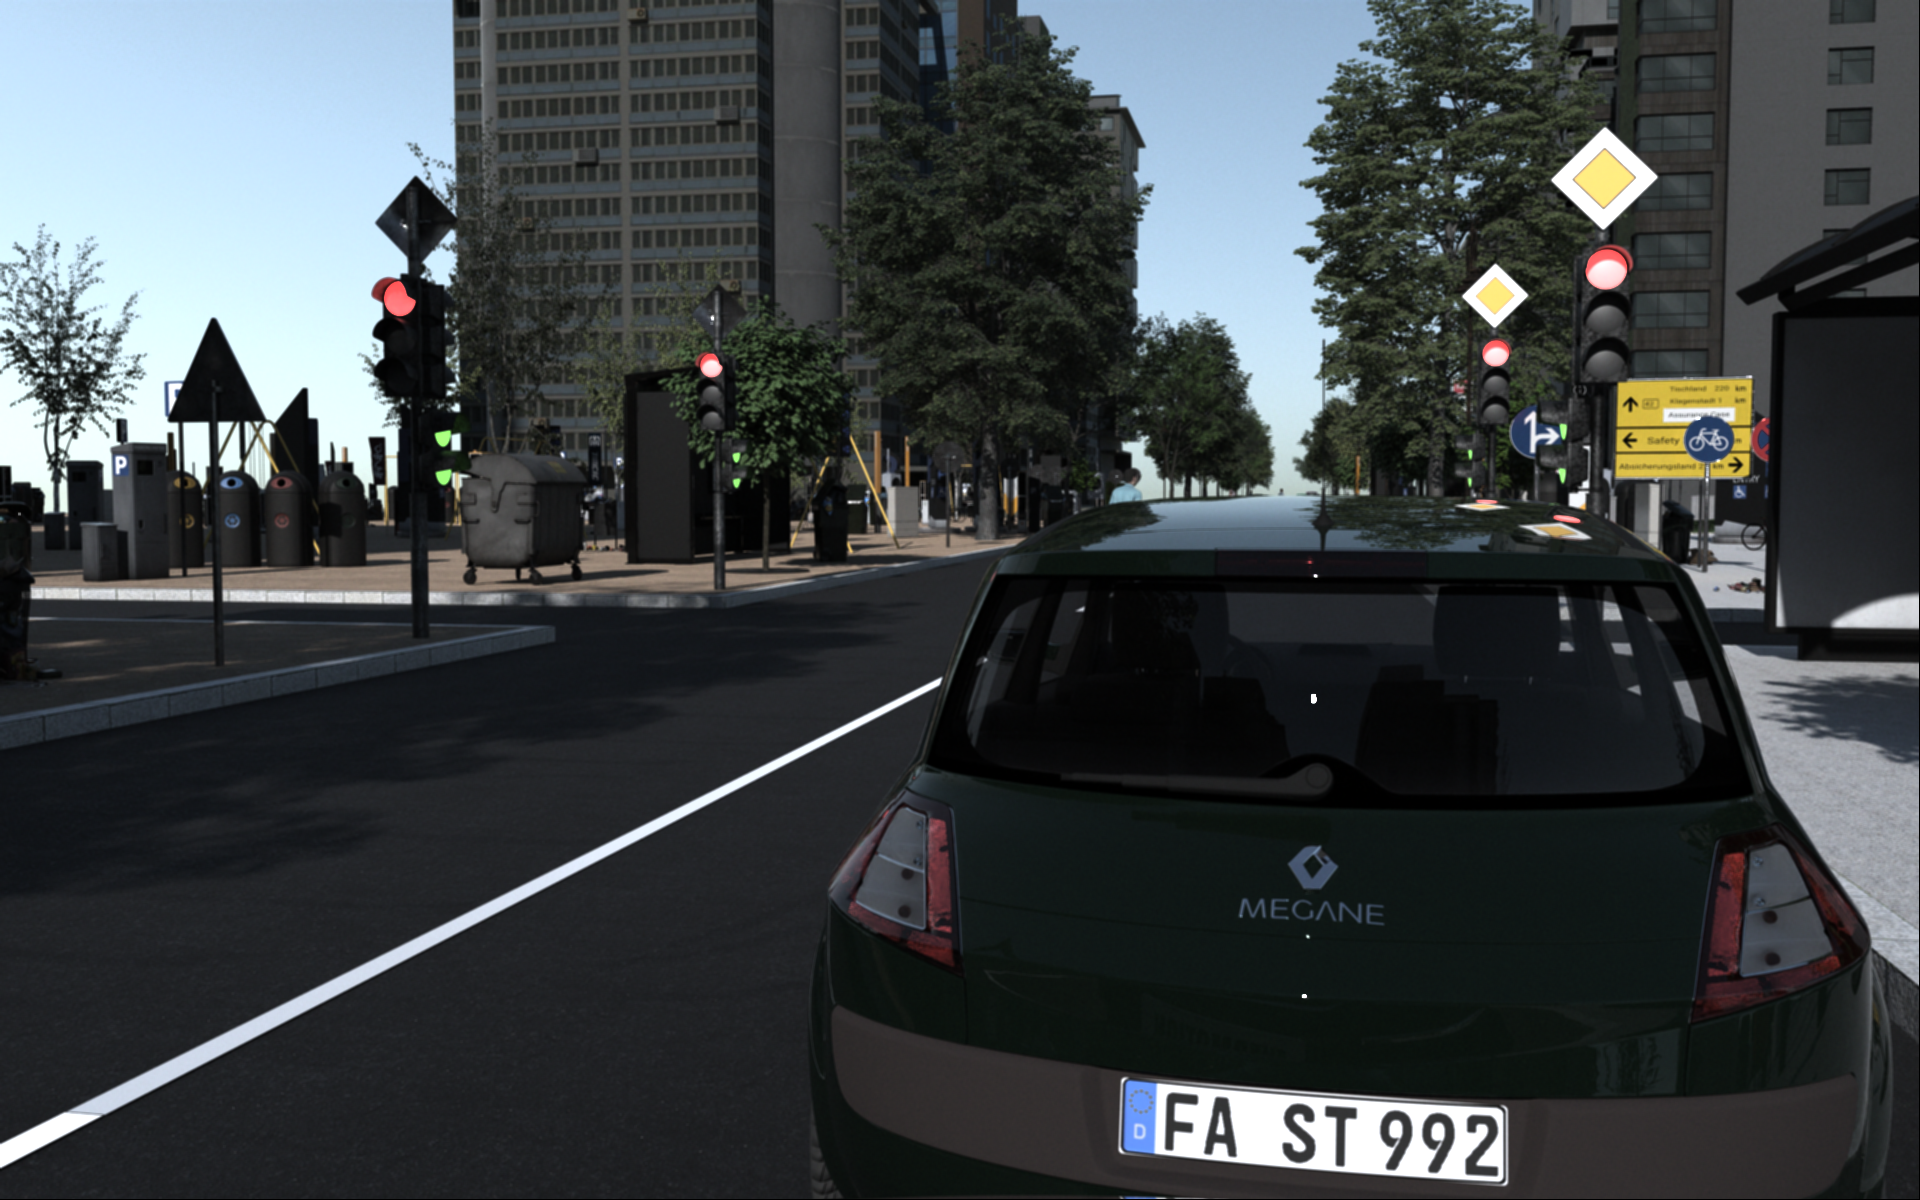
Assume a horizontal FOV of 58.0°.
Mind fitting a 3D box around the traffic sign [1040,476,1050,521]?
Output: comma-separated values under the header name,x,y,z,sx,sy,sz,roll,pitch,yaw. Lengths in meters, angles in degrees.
name,x,y,z,sx,sy,sz,roll,pitch,yaw
traffic sign,3.838,-5.039,82.389,0.884,2.594,0.081,1,4,20

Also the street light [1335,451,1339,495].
name,x,y,z,sx,sy,sz,roll,pitch,yaw
street light,37.018,-12.008,169.117,0.468,5.910,1.993,1,4,11

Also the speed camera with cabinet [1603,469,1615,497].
name,x,y,z,sx,sy,sz,roll,pitch,yaw
speed camera with cabinet,23.016,-4.148,62.159,0.660,3.252,2.038,2,4,31

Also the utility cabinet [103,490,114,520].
name,x,y,z,sx,sy,sz,roll,pitch,yaw
utility cabinet,-41.641,-4.636,84.473,0.318,1.500,1.173,0,4,-2

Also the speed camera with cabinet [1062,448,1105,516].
name,x,y,z,sx,sy,sz,roll,pitch,yaw
speed camera with cabinet,5.166,-4.879,74.112,2.038,3.252,0.660,1,4,17

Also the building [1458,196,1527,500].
name,x,y,z,sx,sy,sz,roll,pitch,yaw
building,80.291,-33.063,232.463,32.217,40.220,23.993,1,4,11

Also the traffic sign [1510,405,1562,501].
name,x,y,z,sx,sy,sz,roll,pitch,yaw
traffic sign,8.260,-1.511,24.817,0.768,2.556,0.104,1,4,16

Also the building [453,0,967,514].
name,x,y,z,sx,sy,sz,roll,pitch,yaw
building,-15.913,-25.835,114.279,32.217,40.220,23.993,1,4,11

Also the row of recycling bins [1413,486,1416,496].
name,x,y,z,sx,sy,sz,roll,pitch,yaw
row of recycling bins,23.985,-5.162,91.511,1.069,1.692,3.534,2,4,31

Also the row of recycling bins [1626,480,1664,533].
name,x,y,z,sx,sy,sz,roll,pitch,yaw
row of recycling bins,18.323,-2.435,46.923,1.069,1.692,3.534,1,4,14

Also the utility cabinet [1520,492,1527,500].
name,x,y,z,sx,sy,sz,roll,pitch,yaw
utility cabinet,18.555,-2.863,55.484,1.173,1.500,0.318,0,4,2

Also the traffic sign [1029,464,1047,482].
name,x,y,z,sx,sy,sz,roll,pitch,yaw
traffic sign,3.308,-4.510,73.852,0.768,2.556,0.104,1,4,15

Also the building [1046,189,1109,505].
name,x,y,z,sx,sy,sz,roll,pitch,yaw
building,3.804,-31.675,209.759,32.217,40.220,23.993,1,4,11

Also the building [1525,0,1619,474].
name,x,y,z,sx,sy,sz,roll,pitch,yaw
building,59.971,-33.386,135.107,28.713,52.752,27.495,1,4,11

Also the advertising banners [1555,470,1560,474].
name,x,y,z,sx,sy,sz,roll,pitch,yaw
advertising banners,23.083,-4.172,64.399,2.074,3.025,0.090,1,4,12

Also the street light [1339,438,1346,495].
name,x,y,z,sx,sy,sz,roll,pitch,yaw
street light,30.314,-10.003,136.339,0.468,5.910,1.993,1,4,11

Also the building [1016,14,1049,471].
name,x,y,z,sx,sy,sz,roll,pitch,yaw
building,-0.559,-28.227,145.111,14.154,41.232,14.086,1,4,11

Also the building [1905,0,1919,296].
name,x,y,z,sx,sy,sz,roll,pitch,yaw
building,37.513,-18.871,80.239,14.160,30.474,14.107,1,4,11

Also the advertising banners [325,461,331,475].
name,x,y,z,sx,sy,sz,roll,pitch,yaw
advertising banners,-32.435,-5.813,91.236,2.074,3.025,0.090,0,4,6

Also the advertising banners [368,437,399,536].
name,x,y,z,sx,sy,sz,roll,pitch,yaw
advertising banners,-17.042,-3.472,52.957,2.074,3.025,0.090,0,4,3

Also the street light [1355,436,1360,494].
name,x,y,z,sx,sy,sz,roll,pitch,yaw
street light,23.723,-8.015,103.826,0.468,5.910,1.993,1,4,11

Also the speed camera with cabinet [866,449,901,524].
name,x,y,z,sx,sy,sz,roll,pitch,yaw
speed camera with cabinet,-3.415,-4.914,74.687,0.660,3.252,2.038,3,5,40

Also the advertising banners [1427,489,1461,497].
name,x,y,z,sx,sy,sz,roll,pitch,yaw
advertising banners,15.061,-3.462,52.790,2.074,3.025,0.090,-2,4,-27

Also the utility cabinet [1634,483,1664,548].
name,x,y,z,sx,sy,sz,roll,pitch,yaw
utility cabinet,14.607,-1.714,36.701,0.318,1.500,1.173,0,4,8

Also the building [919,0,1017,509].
name,x,y,z,sx,sy,sz,roll,pitch,yaw
building,-3.677,-29.425,131.213,14.600,45.320,14.200,1,4,11

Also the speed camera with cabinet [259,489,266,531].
name,x,y,z,sx,sy,sz,roll,pitch,yaw
speed camera with cabinet,-23.589,-4.000,59.735,0.660,3.252,2.038,2,4,32

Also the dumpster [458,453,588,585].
name,x,y,z,sx,sy,sz,roll,pitch,yaw
dumpster,-6.320,-1.180,25.059,1.264,1.857,1.865,1,4,11

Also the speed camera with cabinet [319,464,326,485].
name,x,y,z,sx,sy,sz,roll,pitch,yaw
speed camera with cabinet,-18.425,-3.379,49.577,0.660,3.252,2.038,-2,4,-24

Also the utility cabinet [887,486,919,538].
name,x,y,z,sx,sy,sz,roll,pitch,yaw
utility cabinet,-1.677,-2.574,50.770,0.318,1.500,1.173,2,4,34

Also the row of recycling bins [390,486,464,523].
name,x,y,z,sx,sy,sz,roll,pitch,yaw
row of recycling bins,-23.290,-4.272,76.967,3.534,1.692,1.069,-2,4,-25

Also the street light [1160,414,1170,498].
name,x,y,z,sx,sy,sz,roll,pitch,yaw
street light,11.664,-7.702,98.707,0.468,5.910,1.993,1,4,11

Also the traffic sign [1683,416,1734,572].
name,x,y,z,sx,sy,sz,roll,pitch,yaw
traffic sign,12.197,-1.724,28.286,0.768,2.556,0.104,1,4,13

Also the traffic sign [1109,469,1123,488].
name,x,y,z,sx,sy,sz,roll,pitch,yaw
traffic sign,7.940,-5.395,88.320,0.768,2.556,0.104,1,4,16

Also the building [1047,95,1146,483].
name,x,y,z,sx,sy,sz,roll,pitch,yaw
building,9.644,-39.517,235.341,28.713,52.752,27.495,1,4,11

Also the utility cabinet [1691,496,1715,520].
name,x,y,z,sx,sy,sz,roll,pitch,yaw
utility cabinet,29.559,-3.534,68.945,1.020,1.237,0.306,-2,4,-28

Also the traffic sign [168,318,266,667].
name,x,y,z,sx,sy,sz,roll,pitch,yaw
traffic sign,-5.510,-0.784,12.816,0.884,2.594,0.081,1,4,19

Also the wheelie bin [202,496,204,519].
name,x,y,z,sx,sy,sz,roll,pitch,yaw
wheelie bin,-37.200,-4.667,84.221,0.980,1.594,0.693,0,4,-4

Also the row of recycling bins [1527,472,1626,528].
name,x,y,z,sx,sy,sz,roll,pitch,yaw
row of recycling bins,12.081,-1.658,34.225,1.069,1.692,3.534,2,4,35

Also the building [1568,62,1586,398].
name,x,y,z,sx,sy,sz,roll,pitch,yaw
building,48.329,-21.105,116.769,14.160,30.474,14.107,1,4,11

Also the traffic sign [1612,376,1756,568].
name,x,y,z,sx,sy,sz,roll,pitch,yaw
traffic sign,12.602,-2.224,30.238,2.265,3.308,0.079,1,4,19

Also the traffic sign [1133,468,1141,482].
name,x,y,z,sx,sy,sz,roll,pitch,yaw
traffic sign,8.439,-5.158,84.434,0.768,2.556,0.104,1,4,18

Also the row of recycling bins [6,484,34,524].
name,x,y,z,sx,sy,sz,roll,pitch,yaw
row of recycling bins,-39.861,-4.008,72.637,1.069,1.692,3.534,-1,4,-11

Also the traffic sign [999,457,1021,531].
name,x,y,z,sx,sy,sz,roll,pitch,yaw
traffic sign,1.727,-3.679,60.251,0.768,2.556,0.104,1,4,15

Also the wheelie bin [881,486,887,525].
name,x,y,z,sx,sy,sz,roll,pitch,yaw
wheelie bin,-3.357,-3.875,71.263,0.980,1.594,0.693,1,4,16

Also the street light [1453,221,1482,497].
name,x,y,z,sx,sy,sz,roll,pitch,yaw
street light,8.711,-3.477,29.634,0.468,5.910,1.993,1,4,11

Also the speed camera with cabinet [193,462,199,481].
name,x,y,z,sx,sy,sz,roll,pitch,yaw
speed camera with cabinet,-48.283,-6.941,107.816,2.038,3.252,0.660,2,4,30

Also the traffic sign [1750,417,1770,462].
name,x,y,z,sx,sy,sz,roll,pitch,yaw
traffic sign,13.254,-1.719,28.212,0.768,2.556,0.104,1,4,12

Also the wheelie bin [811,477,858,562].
name,x,y,z,sx,sy,sz,roll,pitch,yaw
wheelie bin,-2.452,-1.535,33.006,0.693,1.594,0.980,-1,4,-16

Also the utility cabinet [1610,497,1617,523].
name,x,y,z,sx,sy,sz,roll,pitch,yaw
utility cabinet,16.517,-2.053,44.732,1.020,1.237,0.306,-2,4,-35

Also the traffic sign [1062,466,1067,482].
name,x,y,z,sx,sy,sz,roll,pitch,yaw
traffic sign,4.861,-4.768,78.060,0.768,2.556,0.104,1,4,14

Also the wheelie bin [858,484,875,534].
name,x,y,z,sx,sy,sz,roll,pitch,yaw
wheelie bin,-3.309,-2.892,55.195,0.980,1.594,0.693,1,4,13

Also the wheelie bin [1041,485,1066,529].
name,x,y,z,sx,sy,sz,roll,pitch,yaw
wheelie bin,3.370,-3.412,63.698,0.980,1.594,0.693,-1,4,-21

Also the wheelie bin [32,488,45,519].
name,x,y,z,sx,sy,sz,roll,pitch,yaw
wheelie bin,-46.662,-4.866,87.463,0.693,1.594,0.980,1,4,22

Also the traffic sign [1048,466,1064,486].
name,x,y,z,sx,sy,sz,roll,pitch,yaw
traffic sign,4.272,-4.724,77.337,0.768,2.556,0.104,1,4,17

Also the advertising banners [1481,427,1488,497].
name,x,y,z,sx,sy,sz,roll,pitch,yaw
advertising banners,9.579,-2.163,31.549,0.090,3.025,2.074,1,4,19

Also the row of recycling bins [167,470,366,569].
name,x,y,z,sx,sy,sz,roll,pitch,yaw
row of recycling bins,-12.289,-1.426,30.434,3.534,1.692,1.069,-1,4,-12

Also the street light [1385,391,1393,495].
name,x,y,z,sx,sy,sz,roll,pitch,yaw
street light,15.260,-5.449,61.883,0.468,5.910,1.993,1,4,11

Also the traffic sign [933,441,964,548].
name,x,y,z,sx,sy,sz,roll,pitch,yaw
traffic sign,-0.288,-2.532,41.505,0.768,2.556,0.104,1,4,15
